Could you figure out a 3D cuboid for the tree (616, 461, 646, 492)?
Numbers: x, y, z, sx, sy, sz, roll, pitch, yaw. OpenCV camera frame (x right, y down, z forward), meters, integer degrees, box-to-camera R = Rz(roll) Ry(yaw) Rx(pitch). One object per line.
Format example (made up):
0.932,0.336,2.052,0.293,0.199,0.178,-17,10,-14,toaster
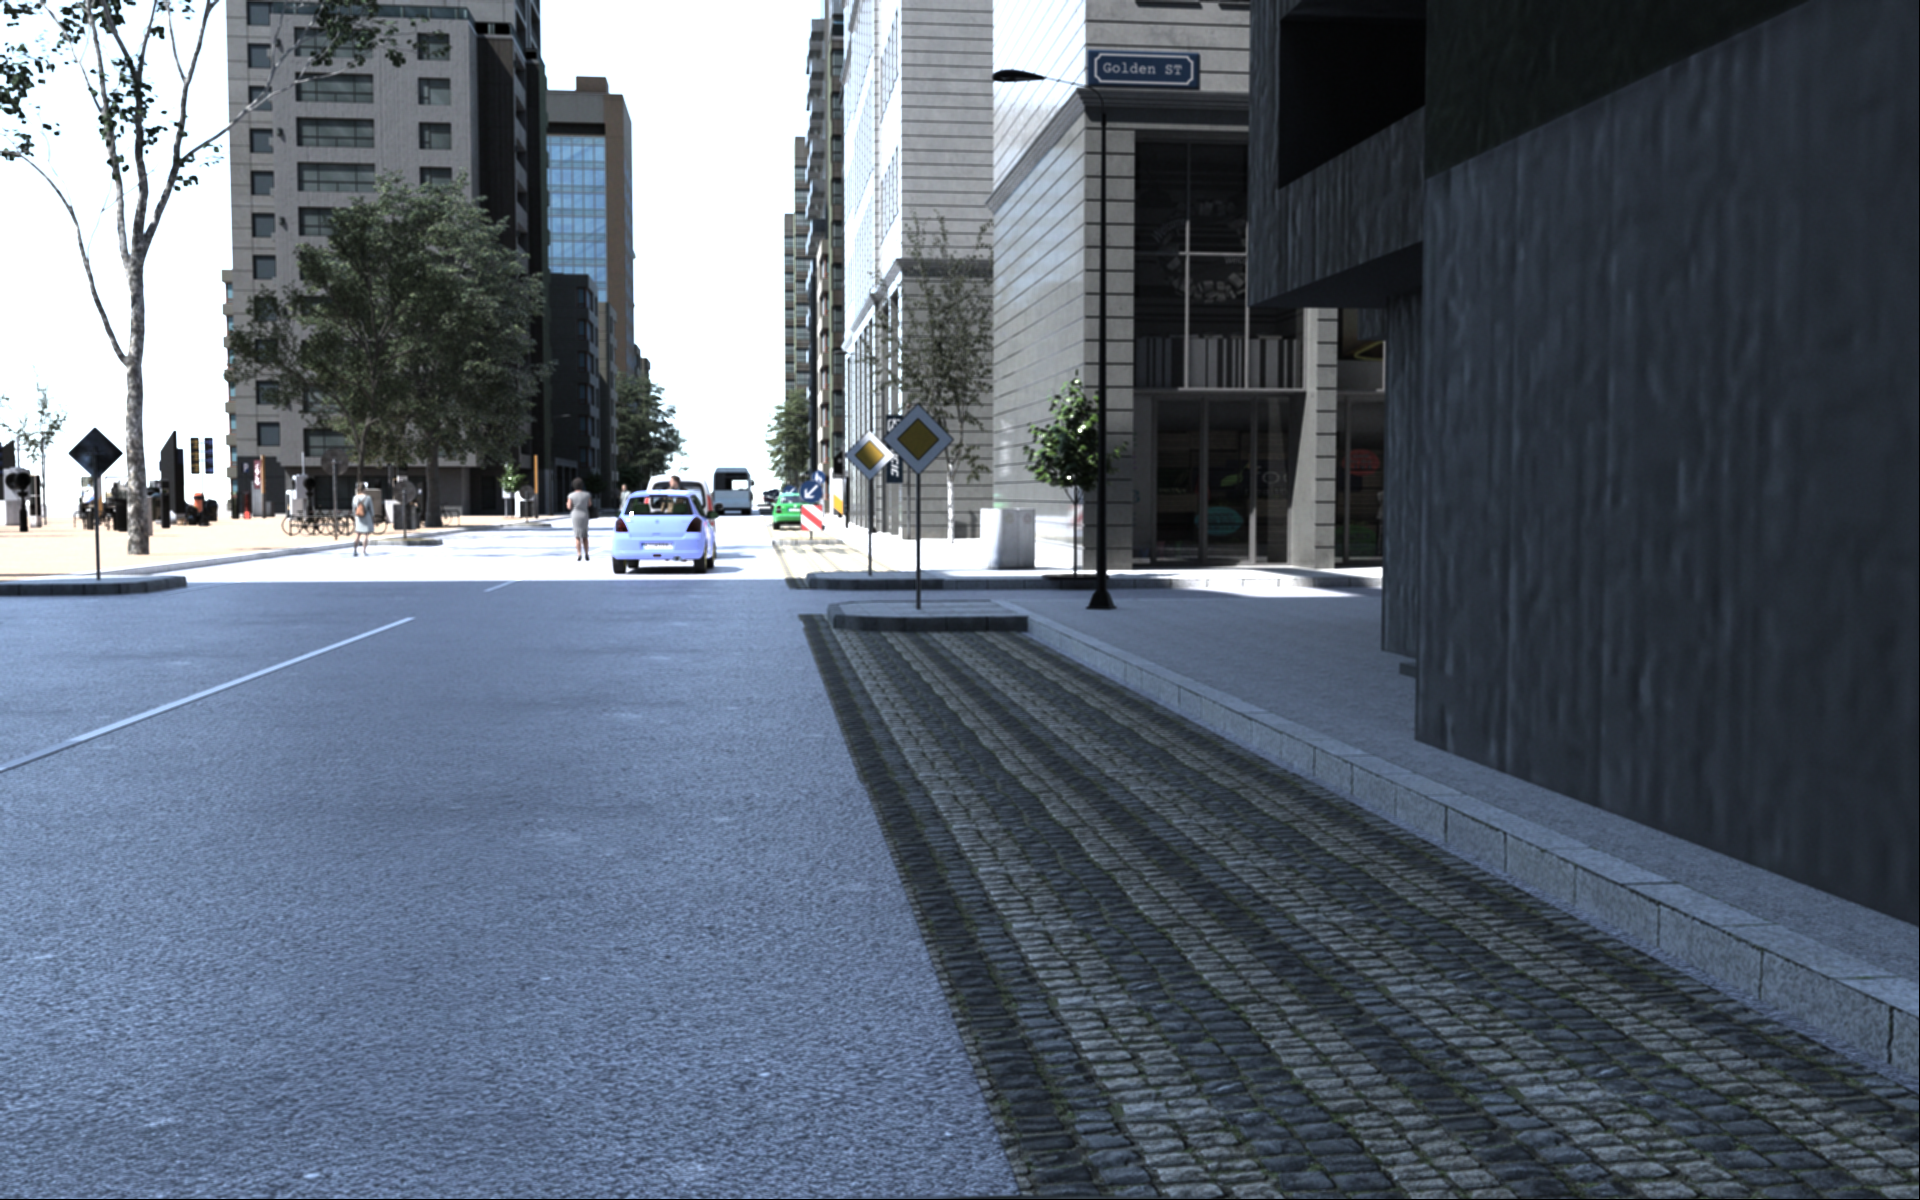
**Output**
-32.191,-11.272,168.004,4.285,4.588,4.351,0,3,0,tree

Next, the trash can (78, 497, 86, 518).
-44.568,-4.687,88.282,0.748,1.137,0.748,0,3,0,trash can

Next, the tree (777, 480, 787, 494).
-22.456,-13.762,219.614,1.663,3.219,1.824,0,3,0,tree

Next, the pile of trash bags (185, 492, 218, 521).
-35.678,-4.351,80.888,1.912,1.369,3.447,-2,4,-29,pile of trash bags

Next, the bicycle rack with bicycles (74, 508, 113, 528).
-32.221,-3.229,66.168,2.852,0.926,2.925,1,4,11,bicycle rack with bicycles

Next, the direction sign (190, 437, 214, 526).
-30.093,-4.699,68.820,0.876,3.537,0.379,-1,4,-8,direction sign

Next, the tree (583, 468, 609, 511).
-27.649,-8.441,132.617,1.663,3.219,1.824,0,3,0,tree

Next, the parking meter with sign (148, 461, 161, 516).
-42.332,-5.806,91.192,1.738,3.016,0.543,2,4,35,parking meter with sign

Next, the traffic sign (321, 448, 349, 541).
-17.222,-2.913,47.732,0.768,2.556,0.104,0,4,-2,traffic sign

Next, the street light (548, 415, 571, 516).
-23.532,-7.902,101.739,1.470,5.913,1.316,0,4,-7,street light

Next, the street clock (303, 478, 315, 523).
-29.134,-4.466,77.591,0.358,2.002,0.471,3,4,37,street clock

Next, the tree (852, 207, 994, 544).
-0.368,-5.725,43.972,4.360,8.622,3.978,0,3,0,tree

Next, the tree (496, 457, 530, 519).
-23.256,-5.831,89.937,1.663,3.219,1.824,0,3,0,tree

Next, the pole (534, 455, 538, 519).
-22.114,-5.905,90.385,0.158,3.312,0.155,0,3,0,pole

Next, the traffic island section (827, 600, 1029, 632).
-0.445,0.180,19.342,2.009,0.180,2.903,0,4,-7,traffic island section

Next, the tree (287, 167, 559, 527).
-20.472,-9.782,66.583,9.857,13.997,8.962,0,3,0,tree

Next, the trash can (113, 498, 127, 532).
-28.411,-2.893,58.959,0.748,1.137,0.748,0,3,0,trash can

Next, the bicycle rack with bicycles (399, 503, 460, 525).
-22.125,-3.539,71.252,2.852,0.926,2.925,2,4,26,bicycle rack with bicycles

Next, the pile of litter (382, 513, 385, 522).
-26.737,-3.937,78.338,1.176,0.858,1.719,2,4,32,pile of litter

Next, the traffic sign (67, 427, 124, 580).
-12.882,-1.358,25.843,0.795,2.450,0.064,0,4,-7,traffic sign

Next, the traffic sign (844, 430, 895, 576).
-1.417,-1.440,27.191,0.795,2.450,0.064,0,4,-7,traffic sign

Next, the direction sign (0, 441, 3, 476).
-41.174,-5.022,74.101,0.379,3.537,0.876,0,4,-2,direction sign

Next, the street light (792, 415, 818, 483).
-8.962,-7.914,101.936,1.470,5.913,1.316,0,4,-7,street light

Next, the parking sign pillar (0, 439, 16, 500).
-47.318,-5.938,85.562,1.447,3.967,1.447,-1,4,-11,parking sign pillar

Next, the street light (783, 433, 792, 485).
-12.427,-9.707,131.257,1.470,5.913,1.316,0,4,-7,street light

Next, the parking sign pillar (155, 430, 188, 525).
-33.407,-5.198,73.459,1.447,3.967,1.447,3,5,40,parking sign pillar

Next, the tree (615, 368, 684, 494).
-33.059,-16.434,175.353,9.857,13.997,8.962,0,3,0,tree

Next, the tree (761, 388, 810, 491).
-17.689,-16.353,185.504,7.486,12.596,7.792,0,3,0,tree

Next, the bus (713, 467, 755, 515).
-16.141,-7.863,123.423,2.948,3.499,13.247,0,4,-6,bus

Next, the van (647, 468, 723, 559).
-6.411,-1.988,39.522,2.013,2.044,4.112,-1,4,-9,van

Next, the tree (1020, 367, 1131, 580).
1.871,-1.942,26.350,1.663,3.219,1.824,0,3,0,tree

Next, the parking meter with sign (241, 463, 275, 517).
-39.001,-6.122,96.358,1.738,3.016,0.543,1,4,12,parking meter with sign

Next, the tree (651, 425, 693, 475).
-43.718,-20.370,258.810,9.928,11.665,9.643,0,3,0,tree

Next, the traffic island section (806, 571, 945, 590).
-1.395,-0.305,27.271,2.009,0.180,2.903,0,4,-7,traffic island section

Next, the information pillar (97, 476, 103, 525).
-35.778,-4.925,71.881,0.183,3.616,0.504,0,4,1,information pillar

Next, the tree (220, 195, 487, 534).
-19.220,-7.370,54.906,8.767,10.594,7.601,-1,4,-11,tree

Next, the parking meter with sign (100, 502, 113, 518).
-45.389,-5.919,93.030,1.738,3.016,0.543,-3,4,-38,parking meter with sign

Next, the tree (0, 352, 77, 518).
-49.580,-8.730,93.093,4.360,8.622,3.978,0,3,0,tree

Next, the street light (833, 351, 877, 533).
-3.406,-5.129,56.396,1.470,5.913,1.316,0,4,-7,street light

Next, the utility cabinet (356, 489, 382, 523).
-25.379,-4.020,74.400,0.318,1.500,1.173,2,4,29,utility cabinet

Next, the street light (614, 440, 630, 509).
-28.873,-10.715,147.736,1.470,5.913,1.316,0,4,-7,street light

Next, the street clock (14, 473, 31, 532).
-31.813,-3.317,58.803,0.358,2.002,0.471,2,4,35,street clock

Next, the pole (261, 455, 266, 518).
-36.577,-5.939,90.941,0.158,3.312,0.155,0,3,0,pole

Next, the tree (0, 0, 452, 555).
-17.514,-11.105,37.464,12.611,20.169,13.585,0,3,0,tree

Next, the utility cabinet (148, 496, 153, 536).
-24.959,-2.552,52.892,0.306,1.237,1.020,-3,5,-40,utility cabinet

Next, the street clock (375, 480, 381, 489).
-29.142,-5.026,86.742,0.358,2.002,0.471,-1,4,-8,street clock

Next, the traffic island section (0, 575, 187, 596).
-12.905,-0.221,25.902,2.009,0.180,2.903,0,4,-7,traffic island section

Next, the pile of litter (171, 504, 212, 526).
-31.602,-3.491,71.043,1.719,0.858,1.176,-2,4,-24,pile of litter

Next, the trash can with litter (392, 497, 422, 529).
-20.273,-3.184,63.441,1.055,1.170,0.624,0,4,2,trash can with litter

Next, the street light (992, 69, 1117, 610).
1.046,-2.852,19.177,1.470,5.913,1.316,0,4,-7,street light

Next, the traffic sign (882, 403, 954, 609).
-0.467,-0.955,19.263,0.795,2.450,0.064,0,4,-7,traffic sign

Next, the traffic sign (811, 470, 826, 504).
-7.558,-5.663,92.694,0.768,2.556,0.104,0,4,1,traffic sign

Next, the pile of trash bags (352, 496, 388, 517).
-32.905,-5.305,96.483,1.912,1.369,3.447,-3,4,-36,pile of trash bags

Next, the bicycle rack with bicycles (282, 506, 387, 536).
-19.522,-2.449,53.426,2.925,0.926,2.852,0,4,3,bicycle rack with bicycles
